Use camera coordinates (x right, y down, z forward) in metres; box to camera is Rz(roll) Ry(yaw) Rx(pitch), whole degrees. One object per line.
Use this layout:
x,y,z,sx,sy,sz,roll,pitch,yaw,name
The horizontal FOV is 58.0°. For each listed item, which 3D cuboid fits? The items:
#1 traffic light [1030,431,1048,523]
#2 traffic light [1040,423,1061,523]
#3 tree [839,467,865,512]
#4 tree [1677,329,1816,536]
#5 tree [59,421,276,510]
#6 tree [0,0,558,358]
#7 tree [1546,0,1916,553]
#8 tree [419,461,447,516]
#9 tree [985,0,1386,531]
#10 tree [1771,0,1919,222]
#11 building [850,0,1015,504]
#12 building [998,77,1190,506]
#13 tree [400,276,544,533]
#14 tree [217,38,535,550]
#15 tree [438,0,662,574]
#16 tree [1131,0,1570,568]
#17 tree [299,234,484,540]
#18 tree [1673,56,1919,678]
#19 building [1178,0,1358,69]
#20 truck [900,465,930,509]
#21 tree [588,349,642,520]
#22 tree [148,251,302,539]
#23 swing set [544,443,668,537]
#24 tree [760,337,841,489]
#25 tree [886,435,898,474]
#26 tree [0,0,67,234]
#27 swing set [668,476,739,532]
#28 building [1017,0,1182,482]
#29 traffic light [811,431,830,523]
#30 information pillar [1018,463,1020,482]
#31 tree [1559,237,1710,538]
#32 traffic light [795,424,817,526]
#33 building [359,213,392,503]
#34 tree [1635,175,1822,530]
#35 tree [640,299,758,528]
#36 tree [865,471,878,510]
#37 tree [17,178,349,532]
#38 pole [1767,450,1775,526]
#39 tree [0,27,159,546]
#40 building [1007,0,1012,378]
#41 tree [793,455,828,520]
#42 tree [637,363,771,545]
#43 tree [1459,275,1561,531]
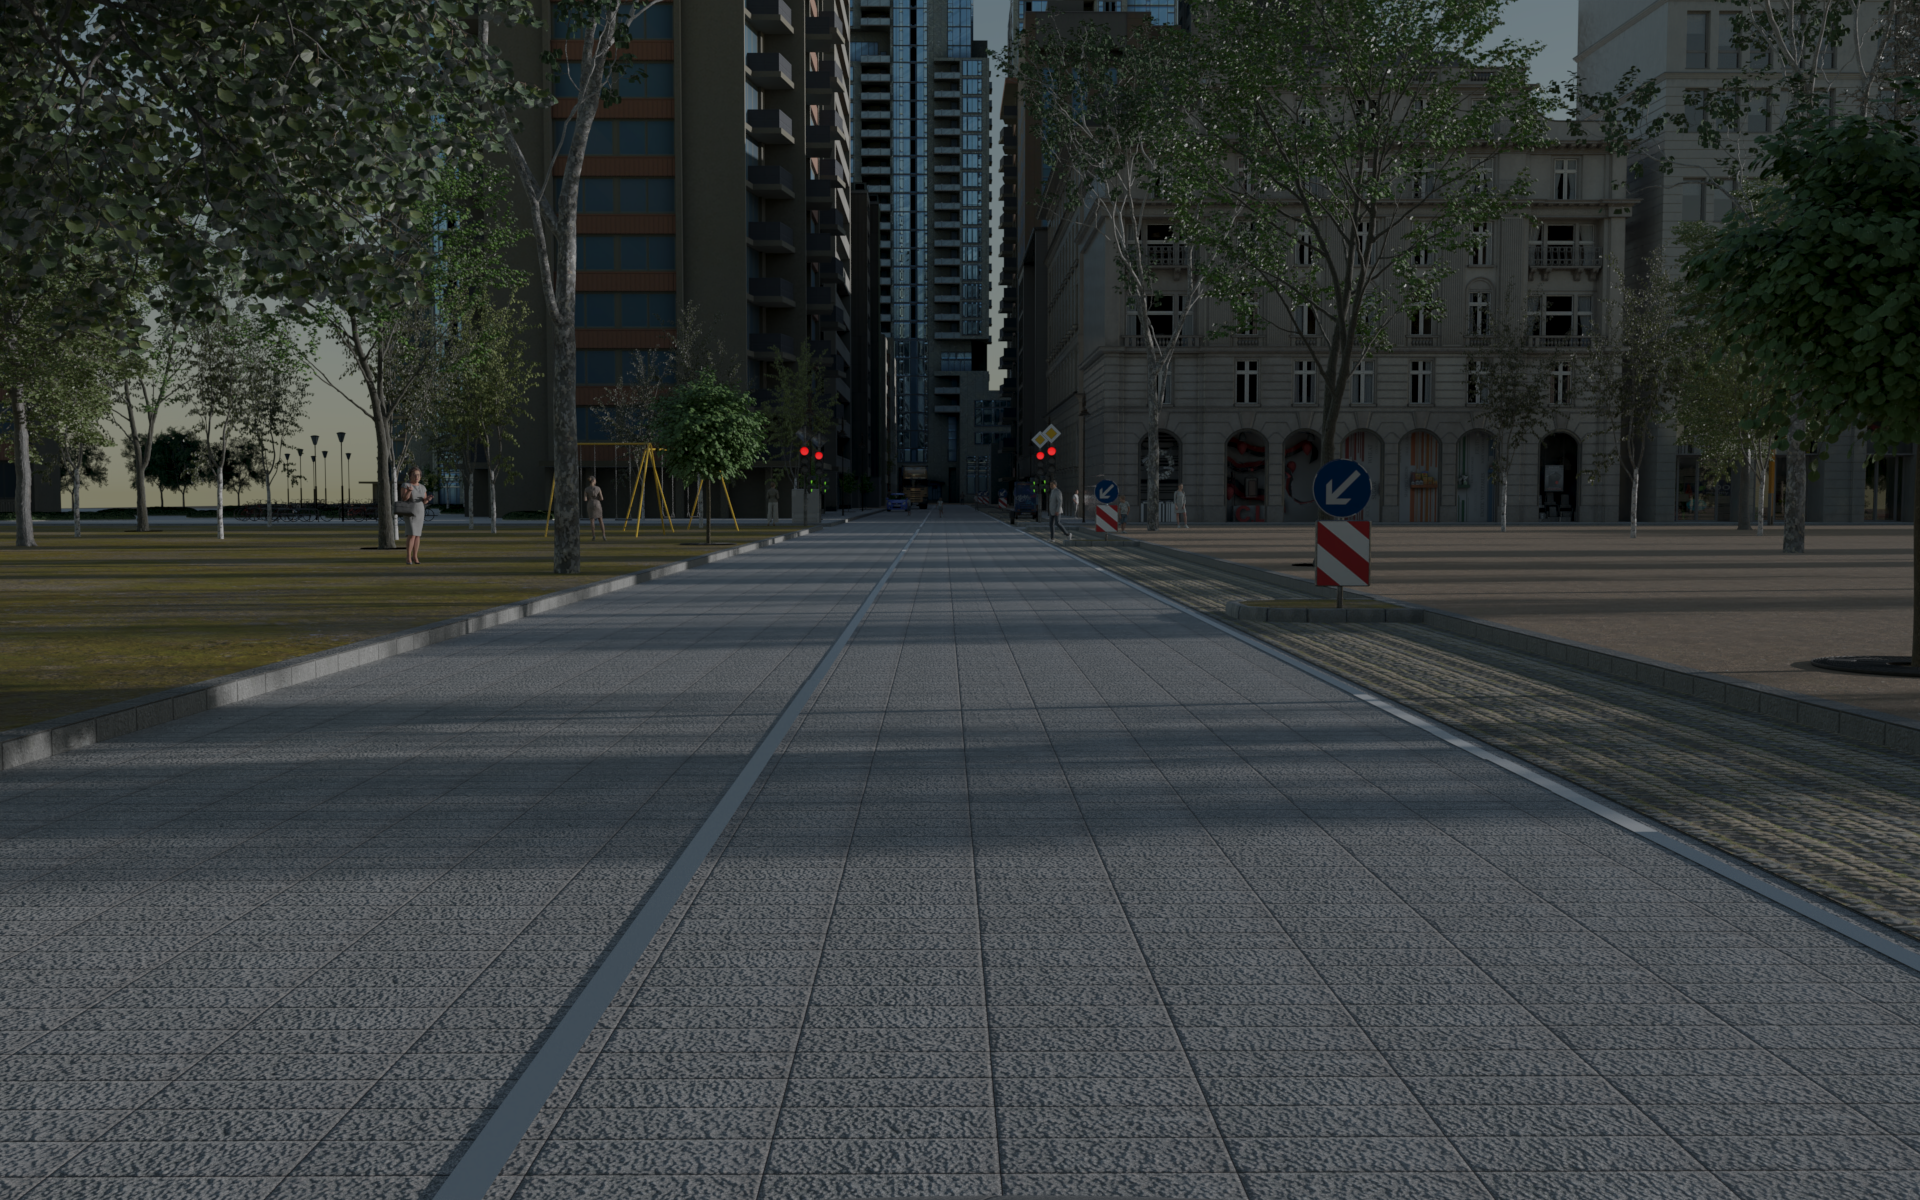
3.537,-5.389,77.032,0.839,4.253,0.868,0,4,-1,traffic light
3.616,-4.901,69.048,0.839,4.253,0.868,0,4,-1,traffic light
-7.718,-7.783,121.845,1.663,3.219,1.824,0,3,0,tree
24.579,-6.291,53.228,4.737,8.622,4.395,0,3,0,tree
-62.117,-10.502,134.620,11.467,7.101,20.602,0,4,2,tree
-6.246,-6.307,9.779,9.857,13.997,8.962,0,3,0,tree
19.450,-11.144,38.091,12.611,20.169,13.585,0,3,0,tree
-31.054,-6.511,101.051,1.663,3.219,1.824,0,3,0,tree
7.519,-12.398,58.594,12.611,20.169,13.585,0,3,0,tree
17.103,-6.934,23.747,12.009,13.543,11.850,0,3,0,tree
-8.608,-57.009,244.772,31.000,86.520,22.319,0,4,-1,building
15.242,-32.205,181.180,22.147,44.769,28.867,0,4,-1,building
-15.442,-6.492,56.504,4.737,8.622,4.395,0,3,0,tree
-13.457,-6.984,39.950,9.928,11.665,9.643,0,3,0,tree
-7.532,-10.554,28.443,12.611,20.169,13.585,0,3,0,tree
6.609,-6.388,30.201,9.928,11.665,9.643,0,3,0,tree
-15.640,-6.001,48.483,4.360,8.622,3.978,0,3,0,tree
7.058,-1.771,12.667,4.285,4.588,4.351,0,3,0,tree
37.569,-47.639,217.156,20.611,71.187,20.563,0,4,-1,building
-4.384,-10.892,166.997,2.839,4.237,11.283,0,4,-2,truck
-15.765,-8.241,85.107,4.360,8.622,3.978,0,3,0,tree
-21.135,-6.069,49.593,4.360,8.622,3.978,0,3,0,tree
-10.971,-3.390,53.052,3.119,2.851,2.862,0,4,8,swing set
-7.766,-8.049,81.962,4.737,8.622,4.395,0,3,0,tree
-9.071,-15.204,198.945,4.737,8.622,4.395,0,3,0,tree
-12.149,-4.190,18.864,4.360,8.622,3.978,0,3,0,tree
-9.825,-3.831,60.260,2.862,2.851,3.119,3,5,43,swing set
12.530,-31.148,159.380,14.600,45.320,14.200,0,4,-1,building
-6.223,-5.382,76.920,0.839,4.253,0.868,0,4,-1,traffic light
4.476,-8.610,132.120,0.183,3.616,0.504,0,4,-3,information pillar
19.759,-6.133,50.634,4.360,8.622,3.978,0,3,0,tree
-6.144,-4.894,68.935,0.839,4.253,0.868,0,4,-1,traffic light
-67.688,-36.157,245.790,28.867,44.769,22.147,0,4,-1,building
28.109,-8.770,61.522,7.486,12.596,7.792,0,3,0,tree
-9.741,-7.023,65.190,4.360,8.622,3.978,0,3,0,tree
-7.819,-8.997,141.696,1.663,3.219,1.824,0,3,0,tree
-27.760,-8.131,58.702,9.928,11.665,9.643,0,3,0,tree
32.973,-4.681,70.378,0.158,3.312,0.155,0,3,0,pole
-23.067,-7.570,41.891,7.486,12.596,7.792,0,3,0,tree
17.203,-49.331,244.813,20.611,71.187,20.563,0,4,-1,building
-7.304,-5.613,86.377,1.663,3.219,1.824,0,3,0,tree
-6.465,-3.672,43.751,4.285,4.588,4.351,0,3,0,tree
18.886,-6.662,59.290,4.360,8.622,3.978,0,3,0,tree
